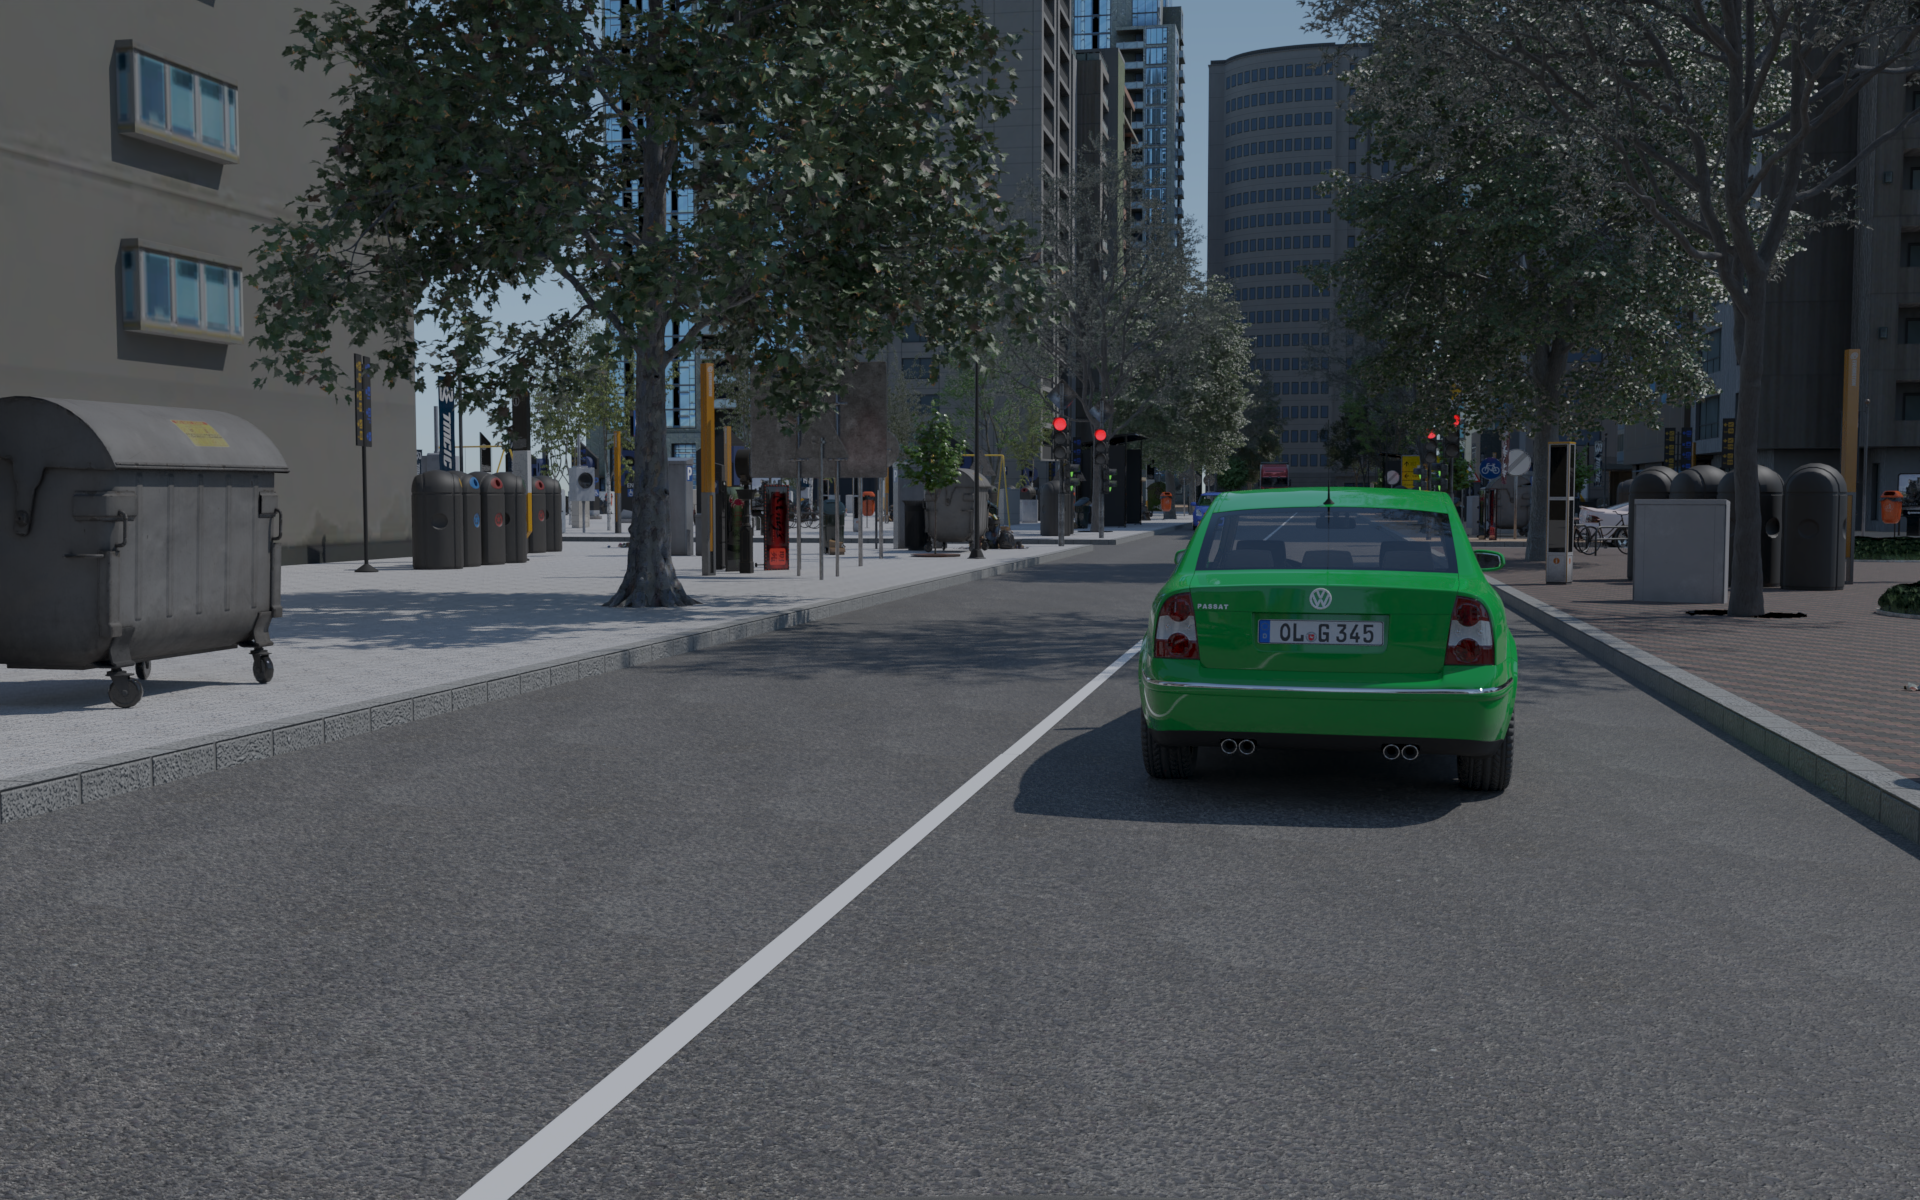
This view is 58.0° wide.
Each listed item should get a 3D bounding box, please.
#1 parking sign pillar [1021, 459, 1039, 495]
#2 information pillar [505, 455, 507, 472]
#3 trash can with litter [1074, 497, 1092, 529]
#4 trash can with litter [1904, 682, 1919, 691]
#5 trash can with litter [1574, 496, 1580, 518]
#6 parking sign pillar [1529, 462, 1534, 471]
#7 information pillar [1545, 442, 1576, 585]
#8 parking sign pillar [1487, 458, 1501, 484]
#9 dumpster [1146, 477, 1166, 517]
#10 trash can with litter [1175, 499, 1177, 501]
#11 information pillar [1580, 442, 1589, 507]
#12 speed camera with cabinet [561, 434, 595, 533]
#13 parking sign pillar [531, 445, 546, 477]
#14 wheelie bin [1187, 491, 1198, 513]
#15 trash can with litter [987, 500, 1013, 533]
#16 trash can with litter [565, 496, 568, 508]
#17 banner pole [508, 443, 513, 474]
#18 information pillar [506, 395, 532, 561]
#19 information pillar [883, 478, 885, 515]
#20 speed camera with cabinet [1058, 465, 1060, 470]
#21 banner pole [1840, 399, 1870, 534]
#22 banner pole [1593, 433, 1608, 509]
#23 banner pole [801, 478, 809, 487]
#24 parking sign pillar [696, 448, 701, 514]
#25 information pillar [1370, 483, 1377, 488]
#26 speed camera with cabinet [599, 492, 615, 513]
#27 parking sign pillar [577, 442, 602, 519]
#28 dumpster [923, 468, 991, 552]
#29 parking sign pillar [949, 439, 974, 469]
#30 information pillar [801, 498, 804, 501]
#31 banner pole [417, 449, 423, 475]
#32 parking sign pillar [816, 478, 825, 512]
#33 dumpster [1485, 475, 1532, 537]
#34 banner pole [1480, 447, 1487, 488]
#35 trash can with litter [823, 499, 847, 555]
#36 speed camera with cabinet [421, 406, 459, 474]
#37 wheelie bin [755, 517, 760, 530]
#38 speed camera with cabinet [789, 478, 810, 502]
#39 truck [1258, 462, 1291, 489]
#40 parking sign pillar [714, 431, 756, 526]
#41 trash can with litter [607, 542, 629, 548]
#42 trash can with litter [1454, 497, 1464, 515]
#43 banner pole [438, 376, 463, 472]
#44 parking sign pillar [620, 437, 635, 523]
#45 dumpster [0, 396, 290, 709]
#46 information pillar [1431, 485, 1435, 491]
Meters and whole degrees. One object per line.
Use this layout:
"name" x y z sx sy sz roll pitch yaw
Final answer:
"parking sign pillar" 5.098 -8.392 125.686 1.447 3.967 1.447 -2 4 -30
"information pillar" -22.140 -5.750 85.368 0.504 3.616 0.183 -1 4 -9
"trash can with litter" 4.368 -3.203 63.751 1.055 1.170 0.624 -3 5 -44
"trash can with litter" 6.641 0.048 10.280 1.678 1.210 2.233 -1 4 -8
"trash can with litter" 30.602 -4.537 85.240 2.233 1.210 1.678 -3 5 -42
"parking sign pillar" 34.387 -7.168 105.676 1.447 3.967 1.447 1 4 23
"information pillar" 8.522 -1.229 24.580 0.304 2.012 0.304 2 4 35
"parking sign pillar" 36.024 -7.815 116.240 1.447 3.967 1.447 -2 4 -25
"dumpster" 11.202 -5.794 97.223 1.502 2.255 1.985 1 4 12
"trash can with litter" 14.830 -6.739 121.567 0.624 1.170 1.055 1 4 18
"information pillar" 28.309 -5.329 78.483 0.183 3.616 0.504 -1 4 -15
"speed camera with cabinet" -12.995 -3.812 56.655 2.038 3.252 0.660 -3 5 -40
"parking sign pillar" -22.527 -6.435 93.677 1.447 3.967 1.447 -2 4 -24
"wheelie bin" 16.078 -6.846 119.841 0.693 1.594 0.980 0 4 -5
"trash can with litter" 1.137 -2.603 53.952 1.055 1.170 0.624 1 4 12
"trash can with litter" -27.723 -6.677 120.561 1.055 1.170 0.624 3 5 43
"banner pole" -16.562 -4.589 65.048 0.863 3.779 0.401 -1 4 -12
"information pillar" -8.382 -2.553 33.100 0.504 3.616 0.183 3 5 40
"information pillar" -4.616 -6.994 105.698 0.504 3.616 0.183 3 4 37
"speed camera with cabinet" 6.289 -7.536 117.551 0.660 3.252 2.038 -1 4 -19
"banner pole" 23.769 -3.421 45.958 0.863 3.779 0.401 3 5 44
"banner pole" 26.277 -4.954 71.023 0.401 3.779 0.863 -2 4 -24
"banner pole" -7.160 -5.426 78.729 0.863 3.779 0.401 -3 5 -43
"parking sign pillar" -10.563 -5.220 73.821 1.447 3.967 1.447 0 4 5
"information pillar" 26.816 -6.595 112.325 0.304 2.012 0.304 -2 4 -27
"speed camera with cabinet" -23.898 -7.357 114.624 2.038 3.252 0.660 1 4 17
"parking sign pillar" -18.947 -6.090 88.041 1.447 3.967 1.447 2 4 34
"dumpster" -0.076 -2.008 38.590 1.264 1.857 1.865 1 4 12
"parking sign pillar" -0.025 -5.345 75.864 1.447 3.967 1.447 -1 4 -10
"information pillar" -10.483 -7.465 113.412 0.504 3.616 0.183 -1 4 -8
"banner pole" -26.842 -5.824 85.236 0.863 3.779 0.401 -2 4 -27
"parking sign pillar" -9.177 -7.795 115.914 1.447 3.967 1.447 -1 4 -20
"dumpster" 16.601 -2.852 52.393 1.264 1.857 1.865 1 4 12
"banner pole" 27.643 -6.207 91.493 0.401 3.779 0.863 3 5 41
"trash can with litter" -2.611 -1.556 36.829 0.624 1.170 1.055 -1 4 -15
"speed camera with cabinet" -11.058 -2.736 39.065 2.038 3.252 0.660 0 4 7
"wheelie bin" -6.874 -3.264 61.279 0.980 1.594 0.693 1 4 14
"speed camera with cabinet" -9.154 -6.111 94.248 2.038 3.252 0.660 1 4 15
"truck" 27.841 -10.071 153.574 2.839 4.237 11.283 1 4 10
"parking sign pillar" -8.907 -5.004 70.295 1.447 3.967 1.447 3 5 41
"trash can with litter" -7.712 -1.884 41.854 1.678 1.210 2.233 -1 4 -22
"trash can with litter" 34.243 -6.650 120.117 1.055 1.170 0.624 0 4 -4
"banner pole" -9.527 -2.602 32.560 0.401 3.779 0.863 1 4 23
"parking sign pillar" -14.546 -5.406 76.857 1.447 3.967 1.447 0 4 2
"dumpster" -5.355 -0.326 11.095 1.264 1.857 1.865 1 4 12
"information pillar" 17.117 -3.582 63.053 0.304 2.012 0.304 0 4 7
